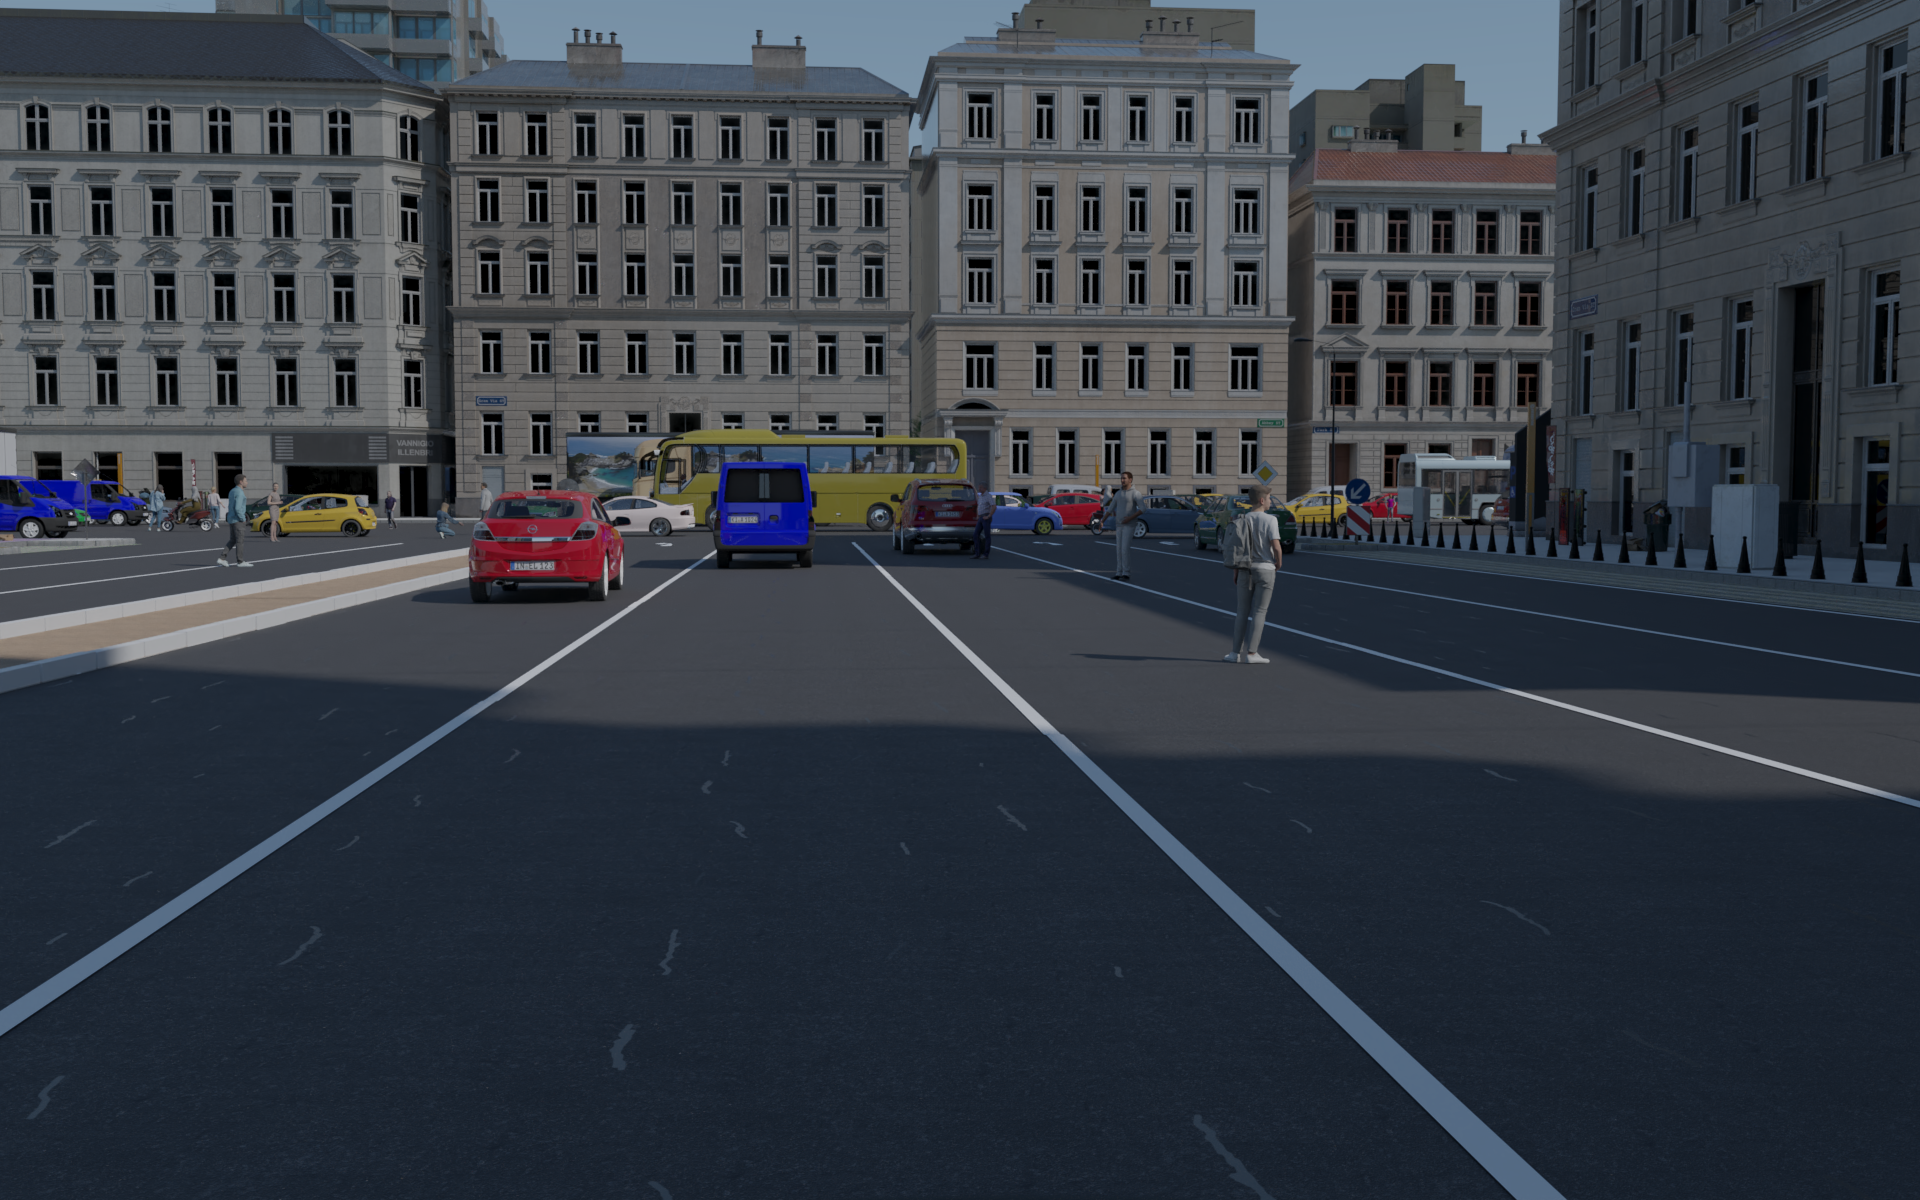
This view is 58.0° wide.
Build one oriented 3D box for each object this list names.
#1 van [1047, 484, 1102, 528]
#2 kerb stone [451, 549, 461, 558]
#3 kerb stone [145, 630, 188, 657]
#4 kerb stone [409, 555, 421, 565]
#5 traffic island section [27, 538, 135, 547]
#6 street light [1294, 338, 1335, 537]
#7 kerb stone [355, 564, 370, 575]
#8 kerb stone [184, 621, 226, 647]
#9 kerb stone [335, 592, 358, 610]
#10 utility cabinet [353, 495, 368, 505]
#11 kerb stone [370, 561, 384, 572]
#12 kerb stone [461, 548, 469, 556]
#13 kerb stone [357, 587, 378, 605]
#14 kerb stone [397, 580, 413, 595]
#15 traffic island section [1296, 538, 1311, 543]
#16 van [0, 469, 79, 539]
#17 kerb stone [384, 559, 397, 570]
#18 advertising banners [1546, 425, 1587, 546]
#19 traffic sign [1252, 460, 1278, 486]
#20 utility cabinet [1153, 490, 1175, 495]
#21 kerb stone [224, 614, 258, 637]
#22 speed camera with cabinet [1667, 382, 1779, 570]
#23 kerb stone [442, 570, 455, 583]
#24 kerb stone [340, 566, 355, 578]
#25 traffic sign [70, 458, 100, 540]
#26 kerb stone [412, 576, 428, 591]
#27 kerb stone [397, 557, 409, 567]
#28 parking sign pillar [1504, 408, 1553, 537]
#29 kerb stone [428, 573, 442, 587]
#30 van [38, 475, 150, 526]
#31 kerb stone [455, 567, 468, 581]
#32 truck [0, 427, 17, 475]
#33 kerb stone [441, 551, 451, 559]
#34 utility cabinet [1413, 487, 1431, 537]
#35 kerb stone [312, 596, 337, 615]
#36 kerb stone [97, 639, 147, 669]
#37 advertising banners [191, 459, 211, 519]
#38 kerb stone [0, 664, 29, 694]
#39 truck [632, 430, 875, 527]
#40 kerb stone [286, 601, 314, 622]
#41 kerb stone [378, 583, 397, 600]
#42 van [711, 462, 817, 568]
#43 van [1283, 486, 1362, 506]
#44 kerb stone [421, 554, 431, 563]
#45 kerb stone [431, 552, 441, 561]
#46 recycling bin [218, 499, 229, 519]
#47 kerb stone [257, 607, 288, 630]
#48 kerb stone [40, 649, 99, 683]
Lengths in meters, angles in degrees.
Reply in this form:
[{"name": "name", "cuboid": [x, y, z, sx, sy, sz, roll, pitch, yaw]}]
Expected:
[{"name": "van", "cuboid": [5.731, -4.152, 74.894, 4.112, 2.044, 2.013, 0, 4, -6]}, {"name": "kerb stone", "cuboid": [-11.468, -1.029, 39.018, 0.120, 0.150, 1.000, 0, 4, -5]}, {"name": "kerb stone", "cuboid": [-7.241, 0.409, 15.662, 0.120, 0.150, 1.000, 0, 4, -5]}, {"name": "kerb stone", "cuboid": [-11.097, -0.777, 34.910, 0.120, 0.150, 1.000, 0, 4, -5]}, {"name": "traffic island section", "cuboid": [-24.551, -1.613, 48.654, 2.009, 0.180, 2.903, 0, 4, -5]}, {"name": "street light", "cuboid": [10.615, -4.842, 51.707, 1.470, 5.913, 1.316, 0, 4, -5]}, {"name": "kerb stone", "cuboid": [-10.720, -0.526, 30.799, 0.120, 0.150, 1.000, 0, 4, -5]}, {"name": "kerb stone", "cuboid": [-7.329, 0.340, 16.686, 0.120, 0.150, 1.000, 0, 4, -5]}, {"name": "kerb stone", "cuboid": [-7.802, 0.023, 21.818, 0.120, 0.150, 1.000, 0, 4, -5]}, {"name": "utility cabinet", "cuboid": [-30.490, -4.705, 88.090, 0.306, 1.237, 1.020, 1, 4, 11]}, {"name": "kerb stone", "cuboid": [-10.813, -0.588, 31.823, 0.120, 0.150, 1.000, 0, 4, -5]}, {"name": "kerb stone", "cuboid": [-11.570, -1.086, 40.043, 0.120, 0.150, 1.000, 0, 4, -5]}, {"name": "kerb stone", "cuboid": [-7.893, -0.037, 22.842, 0.120, 0.150, 1.000, 0, 4, -5]}, {"name": "kerb stone", "cuboid": [-8.077, -0.165, 24.899, 0.120, 0.150, 1.000, 0, 4, -5]}, {"name": "traffic island section", "cuboid": [9.103, -1.799, 51.697, 2.009, 0.180, 2.903, 0, 4, -5]}, {"name": "van", "cuboid": [-30.189, -3.011, 53.613, 5.245, 2.365, 2.240, 0, 4, -4]}, {"name": "kerb stone", "cuboid": [-10.914, -0.652, 32.853, 0.120, 0.150, 1.000, 0, 4, -5]}, {"name": "advertising banners", "cuboid": [15.167, -2.887, 43.396, 0.090, 3.025, 2.074, 0, 4, -8]}, {"name": "traffic sign", "cuboid": [9.080, -2.934, 51.618, 0.795, 2.450, 0.064, 0, 4, -5]}, {"name": "utility cabinet", "cuboid": [10.838, -5.090, 91.903, 1.173, 1.500, 0.318, 2, 4, 34]}, {"name": "kerb stone", "cuboid": [-7.426, 0.277, 17.710, 0.120, 0.150, 1.000, 0, 4, -5]}, {"name": "speed camera with cabinet", "cuboid": [13.264, -2.188, 30.110, 0.660, 3.252, 2.038, -1, 4, -20]}, {"name": "kerb stone", "cuboid": [-8.359, -0.349, 27.978, 0.120, 0.150, 1.000, 0, 4, -5]}, {"name": "kerb stone", "cuboid": [-10.629, -0.461, 29.773, 0.120, 0.150, 1.000, 0, 4, -5]}, {"name": "traffic sign", "cuboid": [-24.528, -2.749, 48.595, 0.795, 2.450, 0.064, 0, 4, -5]}, {"name": "kerb stone", "cuboid": [-8.176, -0.224, 25.923, 0.120, 0.150, 1.000, 0, 4, -5]}, {"name": "kerb stone", "cuboid": [-11.006, -0.714, 33.877, 0.120, 0.150, 1.000, 0, 4, -5]}, {"name": "parking sign pillar", "cuboid": [17.266, -3.896, 52.180, 1.447, 3.967, 1.447, -1, 4, -9]}, {"name": "kerb stone", "cuboid": [-8.266, -0.291, 26.947, 0.120, 0.150, 1.000, 0, 4, -5]}, {"name": "van", "cuboid": [-39.054, -4.460, 77.299, 5.245, 2.365, 2.240, 0, 4, -5]}, {"name": "kerb stone", "cuboid": [-8.448, -0.415, 29.002, 0.120, 0.150, 1.000, 0, 4, -5]}, {"name": "truck", "cuboid": [-45.439, -5.065, 71.724, 11.283, 4.237, 2.839, 0, 4, -7]}, {"name": "kerb stone", "cuboid": [-11.381, -0.966, 37.994, 0.120, 0.150, 1.000, 0, 4, -5]}, {"name": "utility cabinet", "cuboid": [13.690, -2.607, 51.297, 0.318, 1.500, 1.173, 2, 4, 25]}, {"name": "kerb stone", "cuboid": [-7.710, 0.089, 20.788, 0.120, 0.150, 1.000, 0, 4, -5]}, {"name": "kerb stone", "cuboid": [-7.148, 0.472, 14.636, 0.120, 0.150, 1.000, 0, 4, -5]}, {"name": "advertising banners", "cuboid": [-38.347, -5.580, 87.427, 0.090, 3.025, 2.074, 0, 3, 0]}, {"name": "kerb stone", "cuboid": [-6.961, 0.588, 12.574, 0.120, 0.150, 1.000, 0, 4, -5]}, {"name": "truck", "cuboid": [-9.460, -5.378, 76.843, 11.283, 4.237, 2.839, 0, 4, -6]}, {"name": "kerb stone", "cuboid": [-7.609, 0.149, 19.764, 0.120, 0.150, 1.000, 0, 4, -5]}, {"name": "kerb stone", "cuboid": [-7.982, -0.100, 23.876, 0.120, 0.150, 1.000, 0, 4, -5]}, {"name": "van", "cuboid": [-3.984, -1.888, 35.246, 2.240, 2.365, 5.245, 0, 4, -6]}, {"name": "van", "cuboid": [17.608, -4.760, 84.831, 4.112, 2.044, 2.013, 0, 4, -4]}, {"name": "kerb stone", "cuboid": [-11.195, -0.841, 35.941, 0.120, 0.150, 1.000, 0, 4, -5]}, {"name": "kerb stone", "cuboid": [-11.289, -0.903, 36.970, 0.120, 0.150, 1.000, 0, 4, -5]}, {"name": "recycling bin", "cuboid": [-37.842, -4.685, 89.153, 0.722, 1.027, 0.722, -3, 4, -38]}, {"name": "kerb stone", "cuboid": [-7.509, 0.214, 18.741, 0.120, 0.150, 1.000, 0, 4, -5]}, {"name": "kerb stone", "cuboid": [-7.054, 0.525, 13.610, 0.120, 0.150, 1.000, 0, 4, -5]}]
